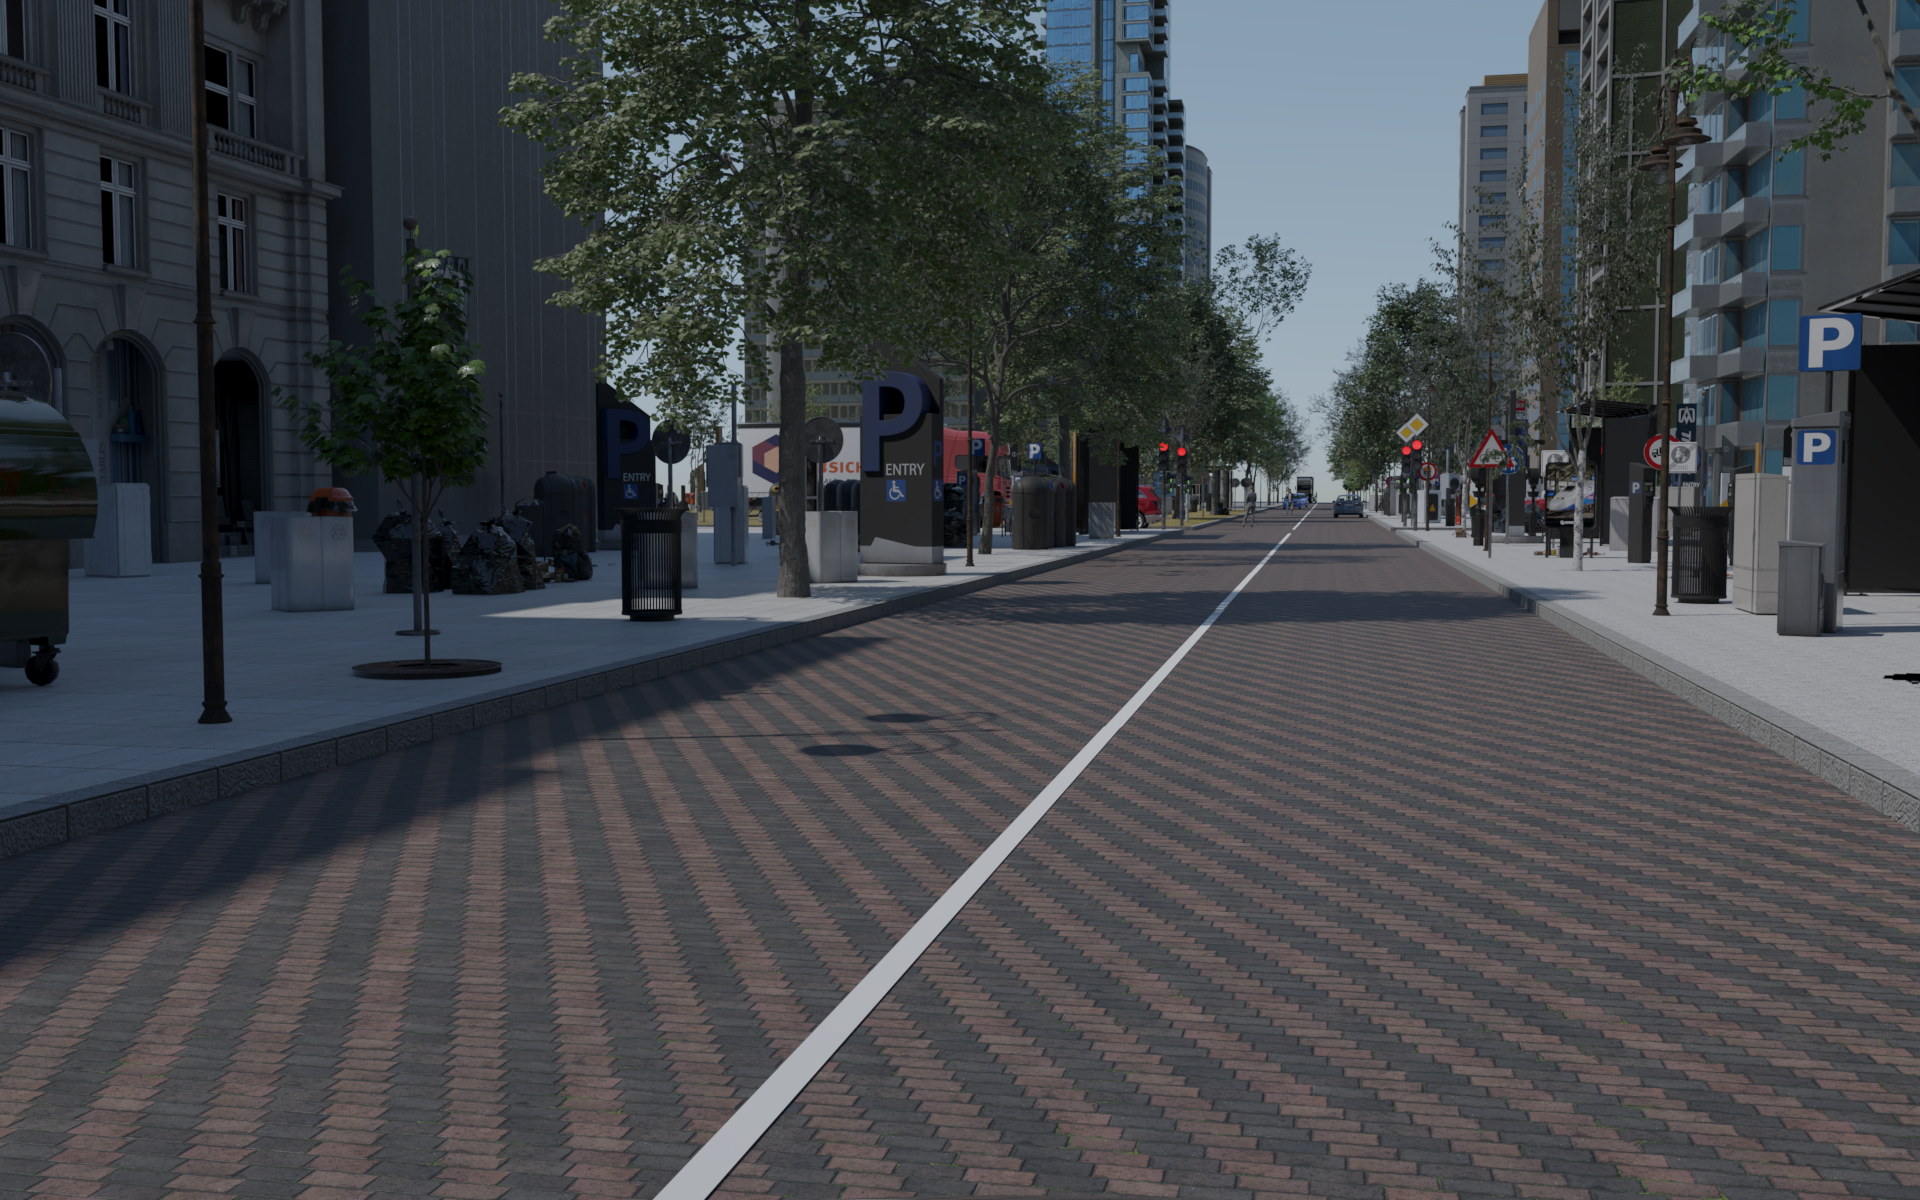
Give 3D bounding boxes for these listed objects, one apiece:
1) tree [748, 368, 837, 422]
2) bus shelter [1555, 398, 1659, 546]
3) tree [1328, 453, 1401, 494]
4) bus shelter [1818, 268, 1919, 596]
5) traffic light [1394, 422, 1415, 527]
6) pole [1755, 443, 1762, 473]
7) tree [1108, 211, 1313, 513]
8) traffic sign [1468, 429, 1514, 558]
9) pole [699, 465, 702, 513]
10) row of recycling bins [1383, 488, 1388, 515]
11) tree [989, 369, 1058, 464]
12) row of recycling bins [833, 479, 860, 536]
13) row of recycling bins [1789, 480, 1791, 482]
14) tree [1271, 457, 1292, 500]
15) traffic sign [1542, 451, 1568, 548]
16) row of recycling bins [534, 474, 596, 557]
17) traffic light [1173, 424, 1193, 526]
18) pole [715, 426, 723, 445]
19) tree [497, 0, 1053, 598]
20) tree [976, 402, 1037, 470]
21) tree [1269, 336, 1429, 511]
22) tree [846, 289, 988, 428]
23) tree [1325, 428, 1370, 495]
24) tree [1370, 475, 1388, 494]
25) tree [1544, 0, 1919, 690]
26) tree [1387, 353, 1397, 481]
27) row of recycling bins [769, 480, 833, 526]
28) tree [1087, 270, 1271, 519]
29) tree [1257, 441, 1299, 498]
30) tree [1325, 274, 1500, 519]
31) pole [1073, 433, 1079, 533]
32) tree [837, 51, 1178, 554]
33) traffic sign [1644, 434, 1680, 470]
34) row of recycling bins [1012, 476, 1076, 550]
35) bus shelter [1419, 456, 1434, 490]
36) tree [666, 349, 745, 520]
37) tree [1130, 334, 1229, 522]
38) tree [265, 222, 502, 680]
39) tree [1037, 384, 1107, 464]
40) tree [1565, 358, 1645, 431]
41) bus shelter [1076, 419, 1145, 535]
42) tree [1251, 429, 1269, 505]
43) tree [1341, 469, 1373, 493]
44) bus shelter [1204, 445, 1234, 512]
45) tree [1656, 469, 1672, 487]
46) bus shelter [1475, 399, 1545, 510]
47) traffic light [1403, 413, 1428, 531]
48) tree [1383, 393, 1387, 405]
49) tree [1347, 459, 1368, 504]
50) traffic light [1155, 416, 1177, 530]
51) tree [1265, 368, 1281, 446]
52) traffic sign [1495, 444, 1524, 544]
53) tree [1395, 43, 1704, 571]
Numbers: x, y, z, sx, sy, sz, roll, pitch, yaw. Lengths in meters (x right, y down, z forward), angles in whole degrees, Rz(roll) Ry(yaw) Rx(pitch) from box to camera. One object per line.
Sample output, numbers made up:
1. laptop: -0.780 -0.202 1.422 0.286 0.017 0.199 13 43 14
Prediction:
1. tree: -9.788 -9.176 100.391 4.737 8.622 4.395 0 3 0
2. bus shelter: 16.874 -3.310 45.400 1.731 3.624 6.357 1 4 12
3. tree: 40.163 -14.164 165.994 8.767 10.594 7.601 3 5 41
4. bus shelter: 10.981 -1.677 18.701 1.731 3.624 6.357 1 4 12
5. traffic light: 17.503 -4.842 68.080 0.839 4.253 0.868 1 4 12
6. pole: 31.623 -4.575 68.643 0.158 3.312 0.155 0 3 0
7. tree: 16.534 -15.963 116.883 12.611 20.169 13.585 0 3 0
8. traffic sign: 10.593 -2.113 34.556 0.884 2.594 0.081 1 4 21
9. pole: -18.045 -7.740 120.398 0.158 3.312 0.155 0 3 0
10. row of recycling bins: 26.274 -6.011 105.391 1.069 1.692 3.534 1 4 13
11. tree: 3.029 -8.748 93.387 4.360 8.622 3.978 0 3 0
12. row of recycling bins: -1.958 -2.663 50.648 3.534 1.692 1.069 3 4 38
13. row of recycling bins: 20.680 -2.183 42.809 1.069 1.692 3.534 -2 4 -33
14. tree: 50.781 -19.896 275.654 4.360 8.622 3.978 0 3 0
15. traffic sign: 13.994 -2.364 40.780 0.606 2.300 0.079 1 4 21
16. row of recycling bins: -8.400 -1.813 36.754 1.069 1.692 3.534 0 4 -4
17. traffic light: 8.976 -4.950 69.858 0.839 4.253 0.868 1 4 12
18. pole: -7.212 -3.551 51.908 0.158 3.312 0.155 0 3 0
19. tree: -1.721 -6.293 21.013 7.486 12.596 7.792 0 3 0
20. tree: 3.625 -10.098 115.460 4.737 8.622 4.395 0 3 0
21. tree: 31.035 -13.382 129.158 12.009 13.543 11.850 0 3 0
22. tree: -1.583 -6.552 57.484 4.360 8.622 3.978 0 3 0
23. tree: 51.456 -18.828 225.956 7.486 12.596 7.792 0 3 0
24. tree: 35.167 -9.129 143.862 1.663 3.219 1.824 0 3 0
25. tree: 6.779 -5.222 11.140 9.928 11.665 9.643 0 3 0
26. tree: 15.442 -6.216 51.988 4.360 8.622 3.978 0 3 0
27. row of recycling bins: -5.424 -3.305 61.145 3.534 1.692 1.069 3 5 42
28. tree: 11.309 -10.527 89.132 9.611 12.733 9.660 0 3 0
29. tree: 43.059 -17.616 238.381 4.737 8.622 4.395 0 3 0
30. tree: 23.830 -10.619 90.630 9.611 12.733 9.660 0 3 0
31. pole: 3.859 -3.897 57.553 0.158 3.312 0.155 0 3 0
32. tree: 0.841 -6.246 36.532 7.601 10.594 8.767 2 4 23
33. traffic sign: 14.830 -2.231 36.579 0.768 2.556 0.104 1 4 18
34. row of recycling bins: 1.987 -2.093 41.331 1.069 1.692 3.534 1 4 18
35. bus shelter: 32.145 -8.604 118.304 2.179 5.291 8.768 1 4 12
36. tree: -12.979 -8.329 86.540 4.360 8.622 3.978 0 3 0
37. tree: 10.212 -7.883 79.245 4.360 8.622 3.978 0 3 0
38. tree: -3.814 -1.094 12.496 1.663 3.219 1.824 0 3 0
39. tree: 7.944 -9.650 108.140 4.737 8.622 4.395 0 3 0
40. tree: 34.811 -8.731 93.113 4.737 8.622 4.395 0 3 0
41. bus shelter: 5.113 -4.039 57.315 1.731 3.624 6.357 1 4 12
42. tree: 35.021 -17.423 195.230 12.009 13.543 11.850 0 3 0
43. tree: 45.986 -13.136 198.480 4.285 4.588 4.351 0 3 0
44. bus shelter: 19.358 -9.291 129.541 2.179 5.291 8.768 1 4 12
45. tree: 44.325 -7.885 112.636 4.285 4.588 4.351 0 3 0
46. bus shelter: 22.295 -5.697 70.773 2.179 5.291 8.768 1 4 12
47. traffic light: 15.852 -4.364 60.266 0.839 4.253 0.868 1 4 12
48. tree: 22.202 -8.073 82.357 4.360 8.622 3.978 0 3 0
49. tree: 41.860 -14.031 179.770 4.737 8.622 4.395 0 3 0
50. traffic light: 7.325 -4.472 62.045 0.839 4.253 0.868 1 4 12
51. tree: 15.588 -11.350 103.696 7.486 12.596 7.792 0 3 0
52. traffic sign: 13.956 -2.692 44.116 0.768 2.556 0.104 1 4 16
53. tree: 10.211 -4.798 28.807 4.360 8.622 3.978 0 3 0
